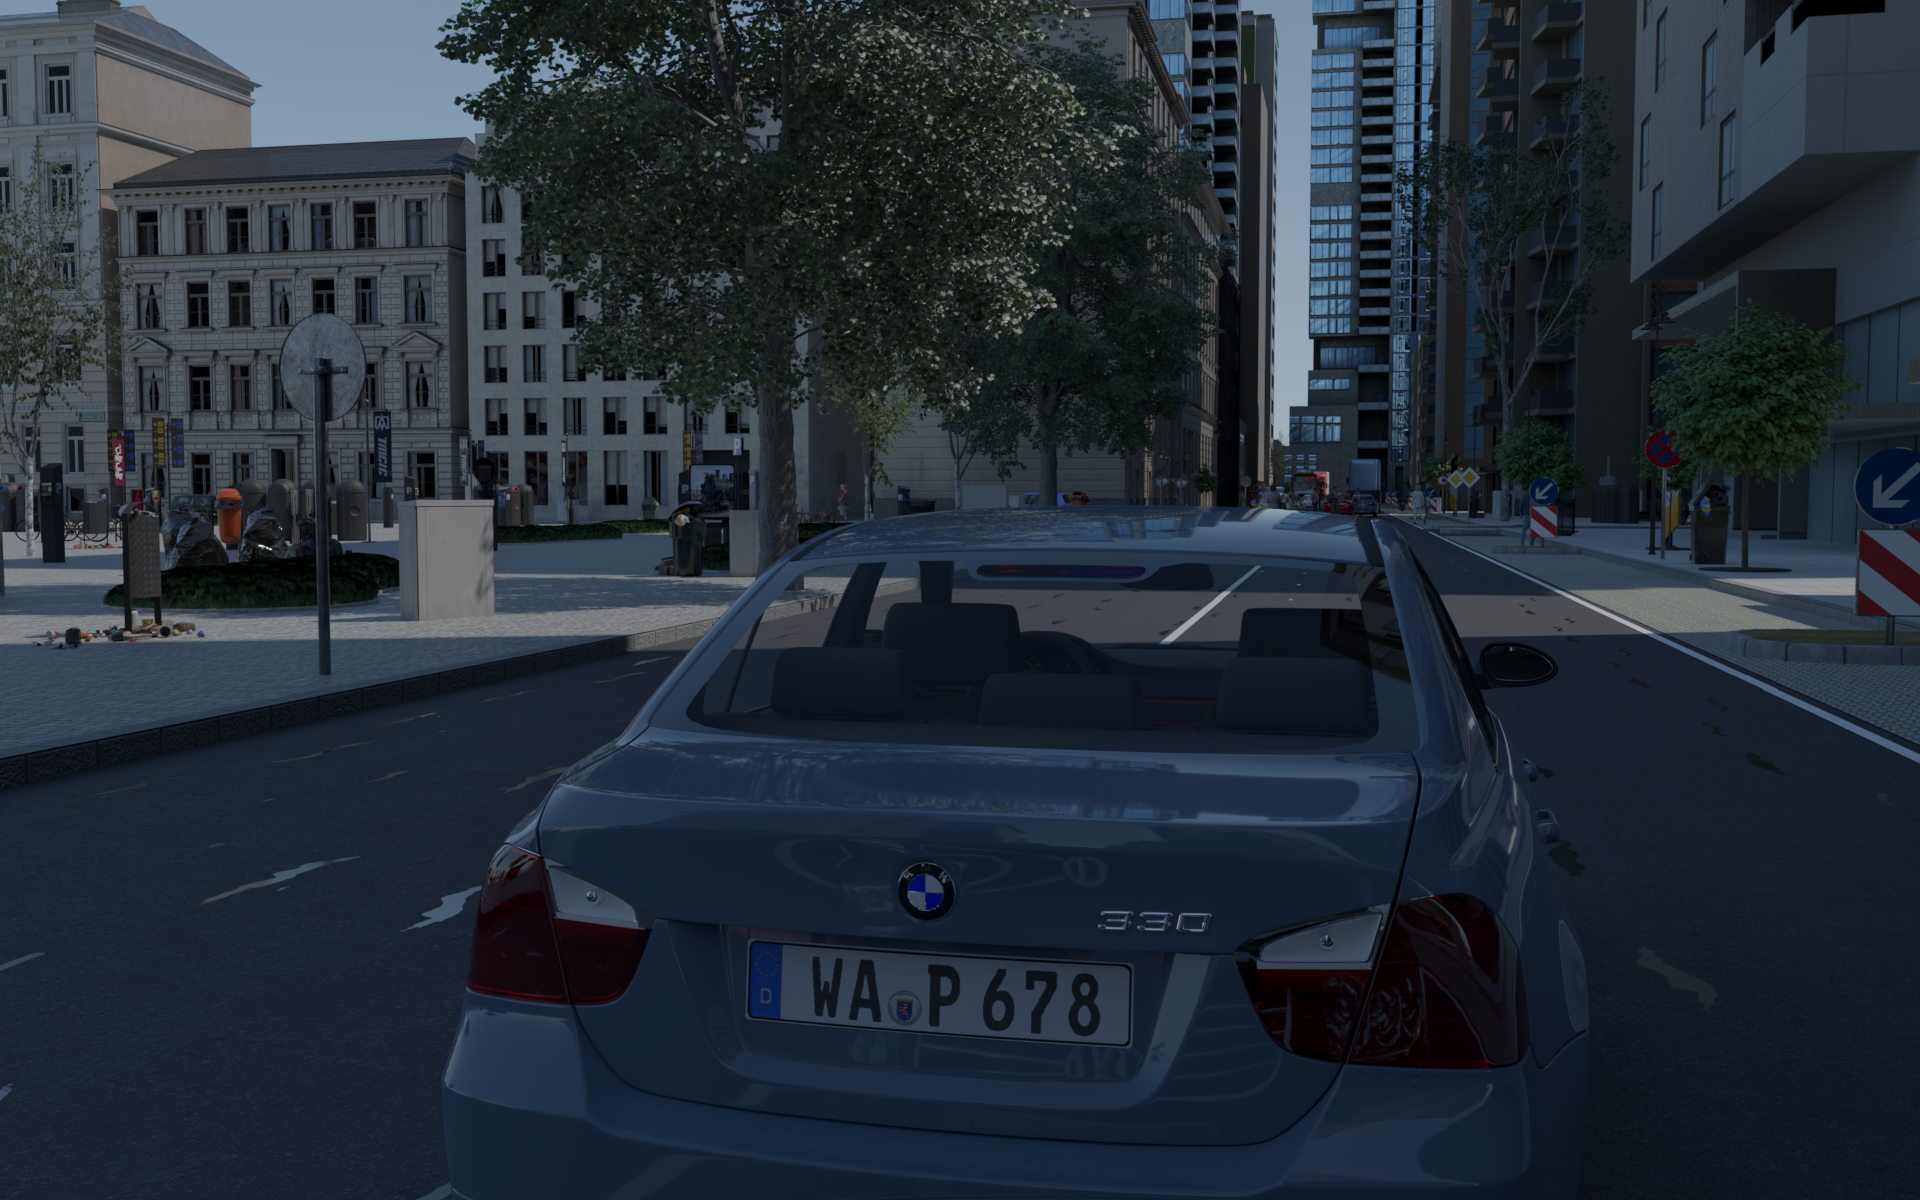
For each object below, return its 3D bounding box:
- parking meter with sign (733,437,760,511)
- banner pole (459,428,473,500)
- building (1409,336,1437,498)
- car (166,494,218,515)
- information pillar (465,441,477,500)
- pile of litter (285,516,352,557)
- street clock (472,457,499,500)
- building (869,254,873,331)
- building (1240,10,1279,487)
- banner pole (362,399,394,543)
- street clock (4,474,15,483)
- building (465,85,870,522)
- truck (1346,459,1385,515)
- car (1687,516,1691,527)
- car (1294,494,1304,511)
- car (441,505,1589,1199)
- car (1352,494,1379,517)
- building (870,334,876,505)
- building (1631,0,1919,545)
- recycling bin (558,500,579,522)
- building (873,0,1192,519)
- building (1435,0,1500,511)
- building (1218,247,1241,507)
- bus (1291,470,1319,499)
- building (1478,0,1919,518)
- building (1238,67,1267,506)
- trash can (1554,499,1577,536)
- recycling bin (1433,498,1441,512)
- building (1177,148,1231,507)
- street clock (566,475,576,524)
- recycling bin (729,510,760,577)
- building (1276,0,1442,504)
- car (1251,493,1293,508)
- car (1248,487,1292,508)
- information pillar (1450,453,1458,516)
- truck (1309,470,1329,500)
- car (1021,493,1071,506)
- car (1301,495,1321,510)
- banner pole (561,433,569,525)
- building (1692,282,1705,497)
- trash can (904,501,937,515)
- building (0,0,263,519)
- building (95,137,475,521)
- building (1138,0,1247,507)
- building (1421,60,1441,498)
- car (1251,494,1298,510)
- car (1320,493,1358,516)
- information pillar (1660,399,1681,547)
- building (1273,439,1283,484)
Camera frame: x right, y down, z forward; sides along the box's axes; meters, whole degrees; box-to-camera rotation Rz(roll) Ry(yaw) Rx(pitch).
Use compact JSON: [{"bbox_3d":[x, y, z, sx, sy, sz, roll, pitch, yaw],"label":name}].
[{"bbox_3d":[-6.133,-3.517,53.763,1.738,3.016,0.543,-2,4,-35],"label":"parking meter with sign"},{"bbox_3d":[-18.753,-4.641,65.896,0.863,3.779,0.401,2,4,33],"label":"banner pole"},{"bbox_3d":[67.003,-21.750,200.650,27.650,21.520,28.899,1,4,13],"label":"building"},{"bbox_3d":[-33.924,-4.208,78.580,4.222,1.686,2.009,1,4,11],"label":"car"},{"bbox_3d":[-20.290,-4.920,71.796,0.504,3.616,0.183,-1,4,-11],"label":"information pillar"},{"bbox_3d":[-12.718,-1.228,34.038,1.719,0.858,1.176,0,4,5],"label":"pile of litter"},{"bbox_3d":[-9.394,-1.820,34.327,0.471,2.002,0.358,0,4,1],"label":"street clock"},{"bbox_3d":[-10.627,-36.595,252.947,28.867,44.769,22.147,1,4,13],"label":"building"},{"bbox_3d":[24.405,-41.039,212.980,28.212,58.520,21.231,1,4,13],"label":"building"},{"bbox_3d":[-15.452,-3.418,45.901,0.863,3.779,0.401,0,4,-4],"label":"banner pole"},{"bbox_3d":[-34.073,-3.521,62.130,0.471,2.002,0.358,3,5,42],"label":"street clock"},{"bbox_3d":[-13.934,-14.085,85.038,16.860,20.320,10.420,1,4,13],"label":"building"},{"bbox_3d":[29.803,-8.463,128.122,2.967,4.110,18.799,1,4,14],"label":"truck"},{"bbox_3d":[30.493,-3.306,66.413,4.827,1.381,2.083,1,4,14],"label":"car"},{"bbox_3d":[23.504,-6.946,123.357,2.009,1.686,4.222,1,4,13],"label":"car"},{"bbox_3d":[0.472,0.470,4.311,2.014,1.417,4.499,1,4,14],"label":"car"},{"bbox_3d":[25.125,-5.873,108.025,2.014,1.417,4.499,1,4,14],"label":"car"},{"bbox_3d":[-4.106,-22.778,217.451,28.899,21.520,27.650,1,4,13],"label":"building"},{"bbox_3d":[33.729,-27.817,44.040,28.713,52.752,27.495,1,4,13],"label":"building"},{"bbox_3d":[-17.999,-4.102,79.626,0.722,1.027,0.722,2,4,25],"label":"recycling bin"},{"bbox_3d":[4.380,-17.783,88.021,12.463,27.353,25.104,1,4,13],"label":"building"},{"bbox_3d":[44.885,-29.679,135.359,14.600,45.320,14.200,1,4,13],"label":"building"},{"bbox_3d":[15.529,-18.824,137.453,12.332,23.373,15.834,1,4,13],"label":"building"},{"bbox_3d":[36.608,-11.769,183.962,2.896,3.916,12.252,1,4,11],"label":"bus"},{"bbox_3d":[42.807,-27.479,103.910,22.147,44.769,28.867,1,4,13],"label":"building"},{"bbox_3d":[25.664,-32.839,187.026,14.600,45.320,14.200,1,4,13],"label":"building"},{"bbox_3d":[18.476,-2.524,52.917,0.748,1.137,0.748,0,3,0],"label":"trash can"},{"bbox_3d":[33.674,-6.738,122.715,0.722,1.027,0.722,1,4,8],"label":"recycling bin"},{"bbox_3d":[8.893,-17.260,115.478,16.112,22.955,30.059,1,4,13],"label":"building"},{"bbox_3d":[-14.765,-3.744,65.790,0.358,2.002,0.471,1,4,11],"label":"street clock"},{"bbox_3d":[-3.226,-0.884,27.013,0.722,1.027,0.722,-1,4,-9],"label":"recycling bin"},{"bbox_3d":[59.690,-56.459,235.771,31.000,86.520,22.319,1,4,13],"label":"building"},{"bbox_3d":[14.686,-4.396,81.460,1.945,1.707,3.694,1,4,12],"label":"car"},{"bbox_3d":[16.626,-5.134,92.618,2.281,1.827,5.304,1,4,14],"label":"car"},{"bbox_3d":[28.290,-6.592,99.136,0.504,3.616,0.183,-2,4,-25],"label":"information pillar"},{"bbox_3d":[41.508,-13.012,201.658,2.839,4.237,11.283,1,4,14],"label":"truck"},{"bbox_3d":[2.970,-3.773,71.276,3.694,1.707,1.945,1,4,14],"label":"car"},{"bbox_3d":[31.071,-8.615,153.215,2.083,1.381,4.827,1,4,11],"label":"car"},{"bbox_3d":[-16.201,-4.959,71.101,0.401,3.779,0.863,1,4,8],"label":"banner pole"},{"bbox_3d":[48.972,-32.575,74.605,28.212,58.520,21.231,1,4,13],"label":"building"},{"bbox_3d":[-0.855,-1.583,37.540,0.748,1.137,0.748,0,3,0],"label":"trash can"},{"bbox_3d":[-50.859,-18.872,94.469,20.117,28.700,13.634,1,4,13],"label":"building"},{"bbox_3d":[-32.021,-13.707,88.735,19.286,19.102,10.561,1,4,13],"label":"building"},{"bbox_3d":[16.576,-52.085,164.256,22.319,86.520,31.000,1,4,13],"label":"building"},{"bbox_3d":[57.685,-31.625,171.696,22.147,44.769,28.867,1,4,13],"label":"building"},{"bbox_3d":[14.031,-4.092,77.128,2.015,1.641,3.980,1,4,13],"label":"car"},{"bbox_3d":[22.124,-5.636,101.195,2.155,1.783,4.494,1,4,14],"label":"car"},{"bbox_3d":[16.842,-3.032,40.920,0.183,3.616,0.504,-1,4,-18],"label":"information pillar"},{"bbox_3d":[31.822,-40.180,246.186,27.495,52.752,28.713,1,4,13],"label":"building"}]
